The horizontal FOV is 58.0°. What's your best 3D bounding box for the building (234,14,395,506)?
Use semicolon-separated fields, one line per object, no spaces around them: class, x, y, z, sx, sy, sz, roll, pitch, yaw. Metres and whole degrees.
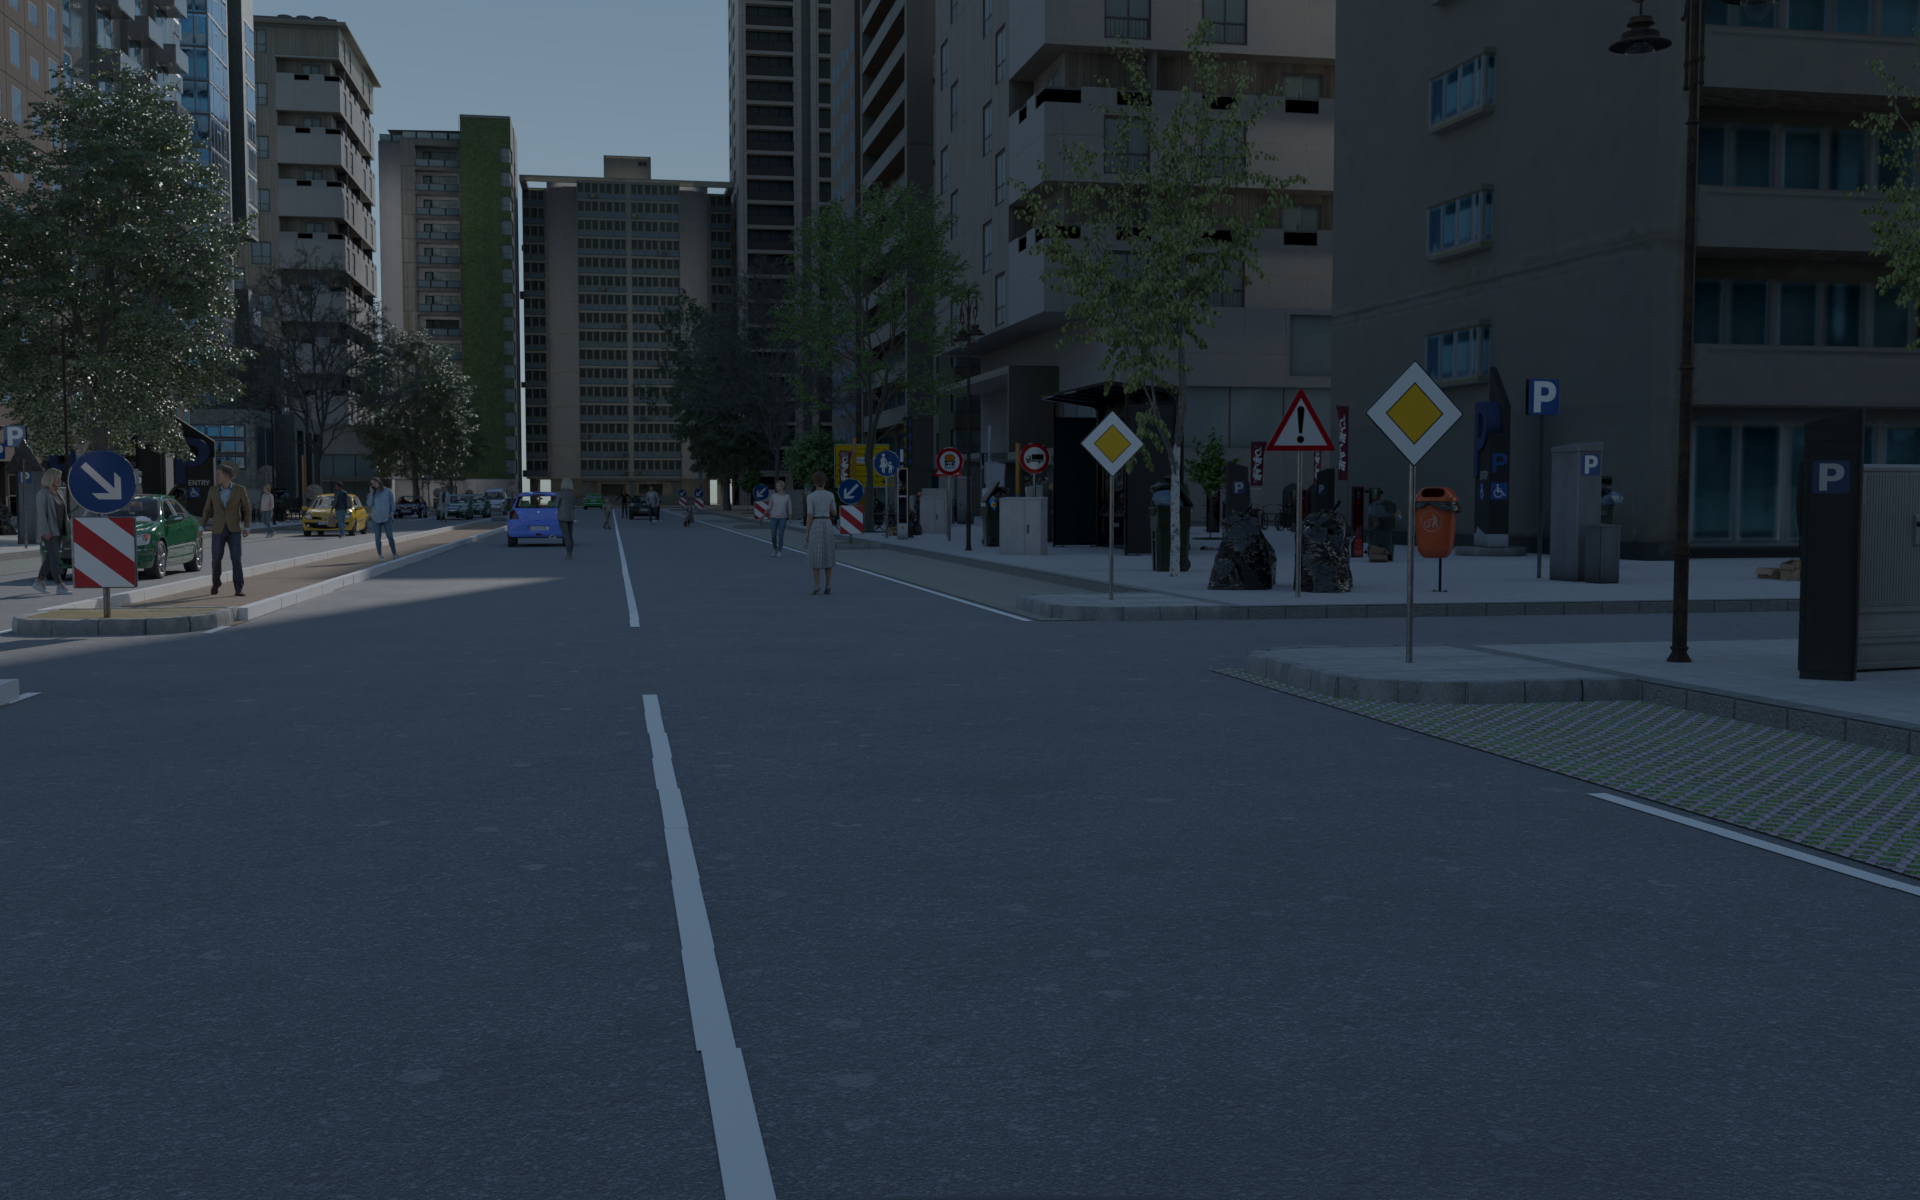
building;-77.512;-36.849;191.724;27.495;52.752;28.713;-1;4;-11

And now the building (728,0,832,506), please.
building;-15.738;-46.614;200.397;20.611;71.187;20.563;-1;4;-11

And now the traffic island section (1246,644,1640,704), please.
traffic island section;3.434;0.556;13.187;2.009;0.180;2.903;-1;4;-11

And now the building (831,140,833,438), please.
building;-4.734;-28.840;155.135;14.154;41.232;14.086;-1;4;-11

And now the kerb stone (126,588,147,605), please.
kerb stone;-10.869;-0.028;22.651;0.120;0.150;1.000;-1;4;-11

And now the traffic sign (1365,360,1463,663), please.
traffic sign;3.412;-0.579;13.105;0.795;2.450;0.064;-1;4;-11

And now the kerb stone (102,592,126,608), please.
kerb stone;-10.666;0.033;21.649;0.120;0.150;1.000;-1;4;-11

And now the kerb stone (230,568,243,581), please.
kerb stone;-12.088;-0.396;28.690;0.120;0.150;1.000;-1;4;-11

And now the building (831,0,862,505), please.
building;-2.663;-30.018;140.906;14.600;45.320;14.200;-1;4;-11

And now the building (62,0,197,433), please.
building;-58.359;-29.399;100.284;23.786;49.044;30.456;-1;4;-11

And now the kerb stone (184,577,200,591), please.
kerb stone;-11.488;-0.212;25.672;0.120;0.150;1.000;-1;4;-11

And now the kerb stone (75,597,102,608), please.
kerb stone;-10.466;0.095;20.646;0.120;0.150;1.000;-1;4;-11

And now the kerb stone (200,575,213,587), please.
kerb stone;-11.695;-0.274;26.673;0.120;0.150;1.000;-1;4;-11

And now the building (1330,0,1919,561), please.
building;21.338;-25.715;44.150;21.600;48.544;21.300;-1;4;-11

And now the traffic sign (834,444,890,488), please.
traffic sign;-3.959;-4.663;70.118;2.265;3.308;0.079;-1;4;-10

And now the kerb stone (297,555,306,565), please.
kerb stone;-13.312;-0.767;34.730;0.120;0.150;1.000;-1;4;-11

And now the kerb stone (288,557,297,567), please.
kerb stone;-13.114;-0.705;33.720;0.120;0.150;1.000;-1;4;-11

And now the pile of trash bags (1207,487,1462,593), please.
pile of trash bags;4.979;-0.825;23.243;3.447;1.369;1.912;2;4;30

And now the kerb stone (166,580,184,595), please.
kerb stone;-11.279;-0.151;24.668;0.120;0.150;1.000;-1;4;-11

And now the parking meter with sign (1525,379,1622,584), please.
parking meter with sign;9.067;-1.790;25.520;0.543;3.016;1.738;-1;4;-17

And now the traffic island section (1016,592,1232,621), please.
traffic island section;1.852;0.077;21.014;2.009;0.180;2.903;-1;4;-11

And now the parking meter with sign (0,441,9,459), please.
parking meter with sign;-33.643;-3.885;59.787;1.738;3.016;0.543;2;4;34

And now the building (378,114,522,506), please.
building;-55.509;-30.931;189.311;14.086;41.232;14.154;-1;4;-11

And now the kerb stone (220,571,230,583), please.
kerb stone;-11.889;-0.329;27.680;0.120;0.150;1.000;-1;4;-11

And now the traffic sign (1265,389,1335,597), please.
traffic sign;4.196;-1.311;21.432;0.884;2.594;0.081;0;4;-6

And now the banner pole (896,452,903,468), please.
banner pole;-2.887;-6.087;89.543;0.863;3.779;0.401;0;4;-6

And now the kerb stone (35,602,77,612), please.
kerb stone;-10.264;0.159;19.642;0.120;0.150;1.000;-1;4;-11

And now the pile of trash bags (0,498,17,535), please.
pile of trash bags;-30.963;-2.711;54.081;3.447;1.369;1.912;3;5;40

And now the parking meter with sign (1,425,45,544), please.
parking meter with sign;-24.005;-2.971;44.837;0.543;3.016;1.738;0;4;-3

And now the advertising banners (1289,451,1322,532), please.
advertising banners;11.463;-3.744;57.398;0.090;3.025;2.074;-1;4;-17

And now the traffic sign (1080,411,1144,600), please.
traffic sign;1.830;-1.057;20.932;0.795;2.450;0.064;-1;4;-11

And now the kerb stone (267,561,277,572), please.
kerb stone;-12.706;-0.582;31.712;0.120;0.150;1.000;-1;4;-11

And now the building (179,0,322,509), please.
building;-69.442;-50.405;136.801;31.000;86.520;22.319;-1;4;-11

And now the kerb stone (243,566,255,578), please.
kerb stone;-12.294;-0.458;29.691;0.120;0.150;1.000;-1;4;-11

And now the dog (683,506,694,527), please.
dog;-11.971;-3.648;76.486;0.513;0.831;0.800;0;4;7

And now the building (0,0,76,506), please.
building;-48.577;-25.998;75.172;14.600;45.320;14.200;-1;4;-11

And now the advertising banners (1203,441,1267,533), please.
advertising banners;9.161;-3.760;57.665;2.074;3.025;0.090;0;4;1

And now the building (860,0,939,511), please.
building;4.939;-30.606;124.112;21.300;48.544;21.600;-1;4;-11

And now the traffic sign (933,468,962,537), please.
traffic sign;-0.375;-3.163;51.723;0.884;2.594;0.081;0;4;-4

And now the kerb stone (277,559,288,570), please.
kerb stone;-12.905;-0.643;32.717;0.120;0.150;1.000;-1;4;-11

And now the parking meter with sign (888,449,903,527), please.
parking meter with sign;-2.422;-4.336;67.146;0.543;3.016;1.738;-1;4;-21

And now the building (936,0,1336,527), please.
building;14.389;-30.133;81.914;28.713;52.752;27.495;-1;4;-11

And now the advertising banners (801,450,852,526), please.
advertising banners;-5.333;-4.468;69.235;2.074;3.025;0.090;0;4;4

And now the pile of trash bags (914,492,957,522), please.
pile of trash bags;-1.237;-4.281;79.744;1.912;1.369;3.447;-2;4;-24

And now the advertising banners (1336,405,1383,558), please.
advertising banners;8.060;-2.373;34.994;0.090;3.025;2.074;3;5;39

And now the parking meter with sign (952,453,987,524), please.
parking meter with sign;0.231;-4.736;73.699;1.738;3.016;0.543;1;4;14

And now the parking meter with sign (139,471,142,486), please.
parking meter with sign;-27.750;-3.770;57.901;1.738;3.016;0.543;-1;4;-11

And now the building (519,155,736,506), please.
building;-38.570;-31.177;201.630;23.993;40.220;32.217;-1;4;-11

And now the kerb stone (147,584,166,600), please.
kerb stone;-11.073;-0.090;23.662;0.120;0.150;1.000;-1;4;-11

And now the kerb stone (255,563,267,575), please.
kerb stone;-12.495;-0.521;30.707;0.120;0.150;1.000;-1;4;-11

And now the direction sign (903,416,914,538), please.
direction sign;-1.524;-3.587;50.643;0.379;3.537;0.876;-1;4;-18

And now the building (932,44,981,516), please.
building;5.201;-20.447;106.011;14.160;30.474;14.107;-1;4;-11
